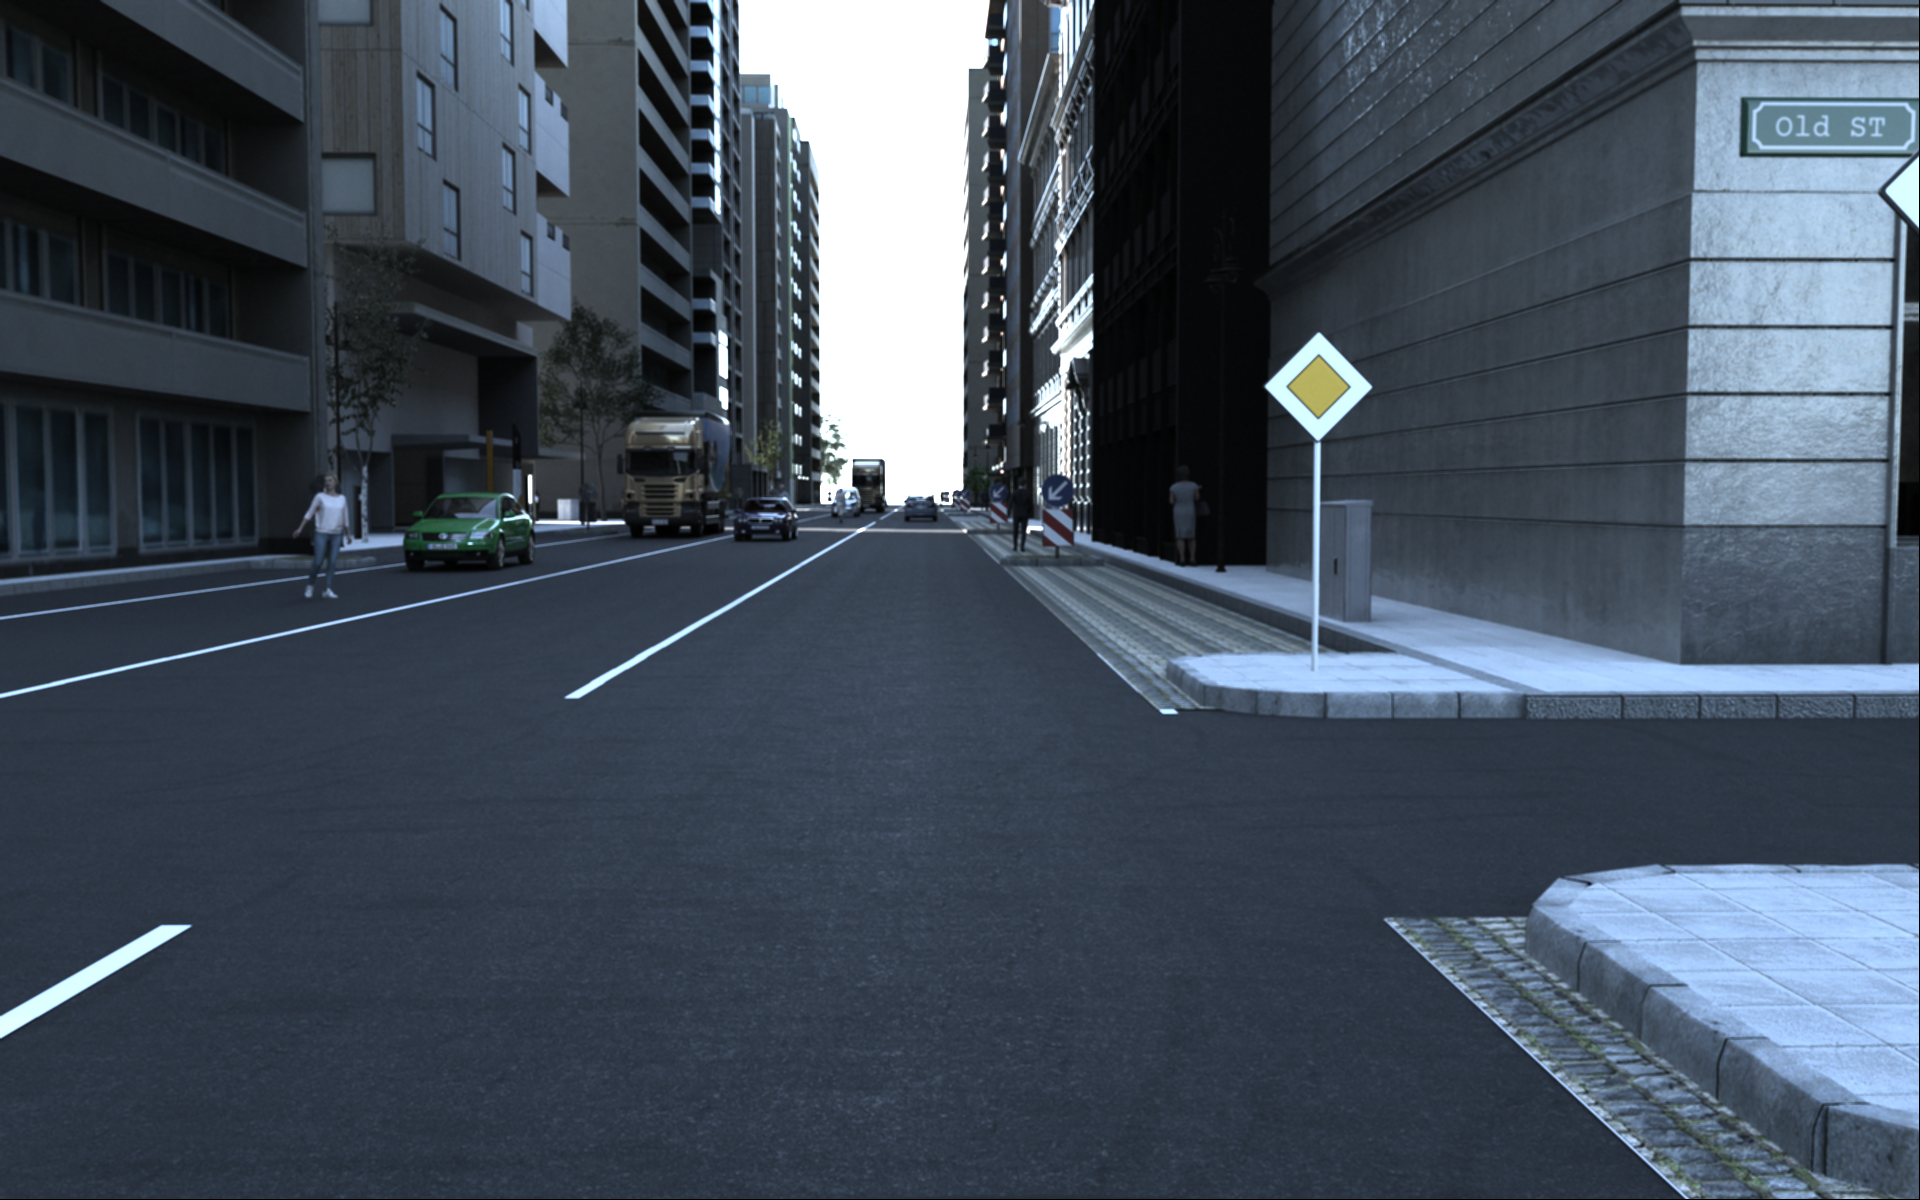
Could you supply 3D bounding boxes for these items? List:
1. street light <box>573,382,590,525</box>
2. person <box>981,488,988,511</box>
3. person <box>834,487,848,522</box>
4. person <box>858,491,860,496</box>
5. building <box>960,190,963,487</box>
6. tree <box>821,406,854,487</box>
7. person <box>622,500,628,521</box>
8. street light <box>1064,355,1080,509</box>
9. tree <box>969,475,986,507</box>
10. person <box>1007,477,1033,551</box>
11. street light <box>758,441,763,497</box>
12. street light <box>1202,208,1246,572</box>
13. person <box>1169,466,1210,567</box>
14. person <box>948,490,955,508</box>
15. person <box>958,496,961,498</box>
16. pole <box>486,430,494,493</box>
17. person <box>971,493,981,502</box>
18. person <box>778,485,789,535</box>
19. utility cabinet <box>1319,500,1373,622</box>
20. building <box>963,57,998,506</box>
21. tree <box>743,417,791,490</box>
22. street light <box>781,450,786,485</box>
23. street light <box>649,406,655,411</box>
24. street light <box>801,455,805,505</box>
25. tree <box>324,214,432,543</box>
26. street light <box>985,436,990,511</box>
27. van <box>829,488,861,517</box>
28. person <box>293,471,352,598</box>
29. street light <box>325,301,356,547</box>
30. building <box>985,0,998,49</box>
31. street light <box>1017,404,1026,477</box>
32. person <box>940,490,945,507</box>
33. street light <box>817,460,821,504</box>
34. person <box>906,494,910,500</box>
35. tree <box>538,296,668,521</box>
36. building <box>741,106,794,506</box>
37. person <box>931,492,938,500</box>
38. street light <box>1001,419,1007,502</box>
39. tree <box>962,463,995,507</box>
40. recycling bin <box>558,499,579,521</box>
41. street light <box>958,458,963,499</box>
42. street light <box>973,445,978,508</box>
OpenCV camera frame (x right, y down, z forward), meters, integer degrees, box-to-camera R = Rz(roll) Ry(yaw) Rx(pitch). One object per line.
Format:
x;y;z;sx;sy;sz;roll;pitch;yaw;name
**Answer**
-15.536;-6.019;71.191;0.468;5.910;1.993;0;4;-1;street light
1.844;-7.523;129.963;0.541;1.710;0.530;1;4;16;person
-6.008;-4.782;87.035;0.694;1.780;0.624;1;4;18;person
-6.794;-6.449;115.418;0.415;1.643;0.593;-3;5;-39;person
7.288;-36.026;239.133;14.600;45.320;14.200;0;4;-1;building
-19.984;-20.801;246.754;9.857;13.997;8.962;0;3;0;tree
-15.750;-4.337;81.628;0.362;1.253;0.373;-1;4;-9;person
3.736;-5.199;57.791;0.468;5.910;1.993;0;4;-1;street light
1.620;-10.892;172.678;1.663;3.219;1.824;0;3;0;tree
1.487;-2.131;43.120;0.659;1.850;0.755;0;4;-1;person
-17.035;-10.697;147.687;0.468;5.910;1.993;0;4;-1;street light
4.298;-3.398;28.348;0.468;5.910;1.993;0;4;-1;street light
4.064;-1.483;30.646;0.716;1.782;0.532;1;4;8;person
-0.738;-10.444;179.194;0.705;1.831;1.348;-3;4;-38;person
0.185;-12.663;216.264;0.799;1.438;0.628;-2;4;-26;person
-15.035;-3.768;55.447;0.158;3.312;0.155;0;3;0;pole
1.642;-10.504;178.302;1.217;1.766;0.721;1;4;18;person
-6.300;-3.201;61.328;0.782;1.767;0.515;3;5;39;person
3.948;-0.406;17.801;0.306;1.237;1.020;0;4;-2;utility cabinet
11.224;-34.624;189.799;21.300;48.544;21.600;0;4;-1;building
-18.058;-13.062;163.933;4.737;8.622;4.395;0;3;0;tree
-17.602;-12.195;172.168;0.468;5.910;1.993;0;4;-1;street light
-15.786;-7.097;88.825;0.468;5.910;1.993;0;4;-1;street light
-18.228;-13.998;201.652;0.468;5.910;1.993;0;4;-1;street light
-15.870;-5.834;45.751;4.360;8.622;3.978;0;3;0;tree
2.155;-9.889;134.470;0.468;5.910;1.993;0;4;-1;street light
-7.193;-6.256;109.290;2.013;2.044;4.112;0;4;0;van
-8.823;-0.896;23.818;0.598;1.740;0.731;3;5;39;person
-14.966;-4.213;41.678;0.468;5.910;1.993;0;4;-1;street light
12.062;-55.211;215.375;22.319;86.520;31.000;0;4;-1;building
3.119;-6.999;87.228;0.468;5.910;1.993;0;4;-1;street light
-1.992;-11.024;188.375;0.705;1.869;1.348;1;4;18;person
-18.841;-15.814;231.349;0.468;5.910;1.993;0;4;-1;street light
-4.139;-7.980;142.168;0.628;1.438;0.799;-2;4;-33;person
-17.239;-9.030;82.059;7.601;10.594;8.767;1;4;9;tree
-24.735;-30.237;177.975;14.154;41.232;14.086;0;4;-1;building
-3.057;-11.714;200.810;1.217;1.735;0.721;-2;4;-28;person
2.667;-8.097;105.168;0.468;5.910;1.993;0;4;-1;street light
1.960;-11.748;175.790;4.285;4.588;4.351;0;3;0;tree
-19.351;-4.481;85.815;0.722;1.027;0.722;1;4;20;recycling bin
0.339;-14.973;217.595;0.468;5.910;1.993;0;4;-1;street light
1.451;-11.681;163.767;0.468;5.910;1.993;0;4;-1;street light
